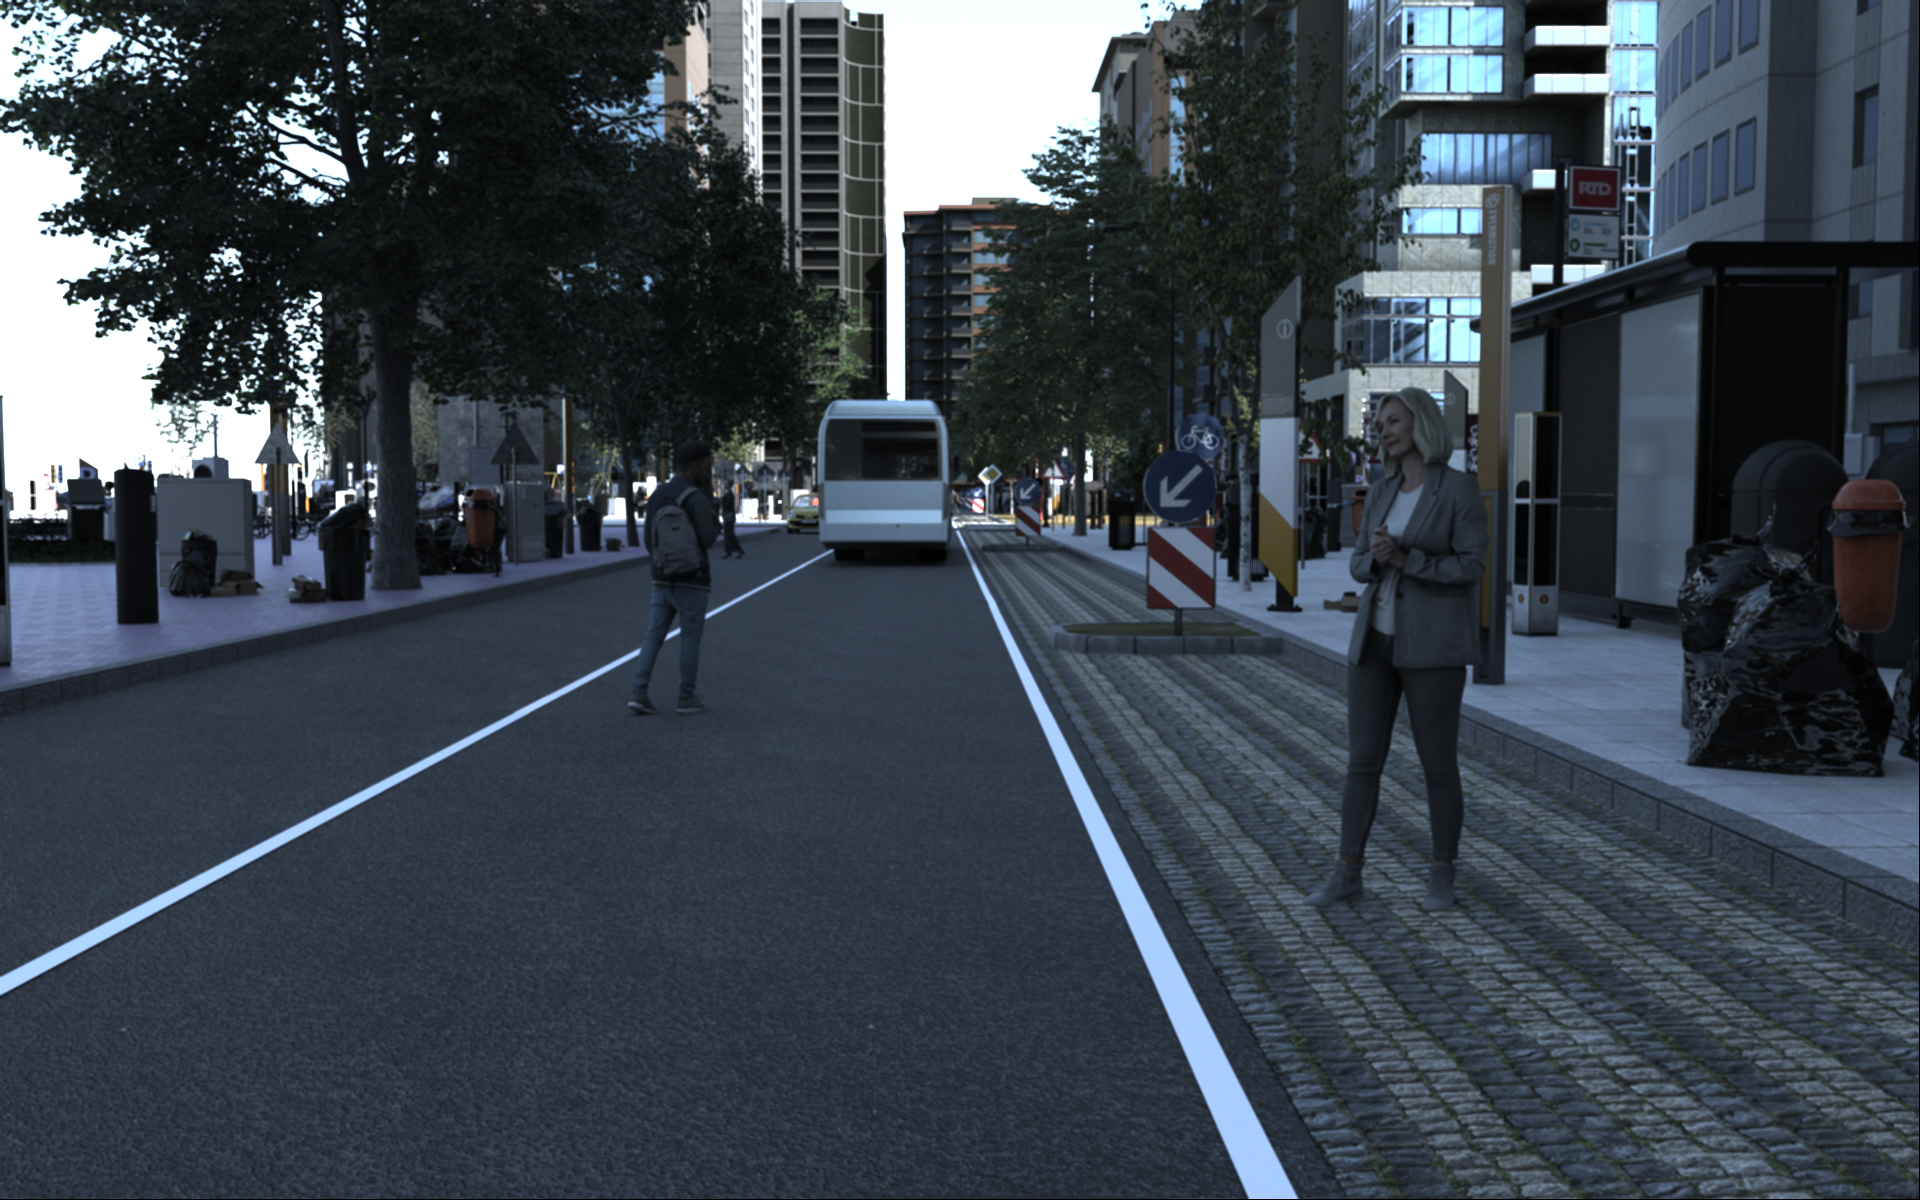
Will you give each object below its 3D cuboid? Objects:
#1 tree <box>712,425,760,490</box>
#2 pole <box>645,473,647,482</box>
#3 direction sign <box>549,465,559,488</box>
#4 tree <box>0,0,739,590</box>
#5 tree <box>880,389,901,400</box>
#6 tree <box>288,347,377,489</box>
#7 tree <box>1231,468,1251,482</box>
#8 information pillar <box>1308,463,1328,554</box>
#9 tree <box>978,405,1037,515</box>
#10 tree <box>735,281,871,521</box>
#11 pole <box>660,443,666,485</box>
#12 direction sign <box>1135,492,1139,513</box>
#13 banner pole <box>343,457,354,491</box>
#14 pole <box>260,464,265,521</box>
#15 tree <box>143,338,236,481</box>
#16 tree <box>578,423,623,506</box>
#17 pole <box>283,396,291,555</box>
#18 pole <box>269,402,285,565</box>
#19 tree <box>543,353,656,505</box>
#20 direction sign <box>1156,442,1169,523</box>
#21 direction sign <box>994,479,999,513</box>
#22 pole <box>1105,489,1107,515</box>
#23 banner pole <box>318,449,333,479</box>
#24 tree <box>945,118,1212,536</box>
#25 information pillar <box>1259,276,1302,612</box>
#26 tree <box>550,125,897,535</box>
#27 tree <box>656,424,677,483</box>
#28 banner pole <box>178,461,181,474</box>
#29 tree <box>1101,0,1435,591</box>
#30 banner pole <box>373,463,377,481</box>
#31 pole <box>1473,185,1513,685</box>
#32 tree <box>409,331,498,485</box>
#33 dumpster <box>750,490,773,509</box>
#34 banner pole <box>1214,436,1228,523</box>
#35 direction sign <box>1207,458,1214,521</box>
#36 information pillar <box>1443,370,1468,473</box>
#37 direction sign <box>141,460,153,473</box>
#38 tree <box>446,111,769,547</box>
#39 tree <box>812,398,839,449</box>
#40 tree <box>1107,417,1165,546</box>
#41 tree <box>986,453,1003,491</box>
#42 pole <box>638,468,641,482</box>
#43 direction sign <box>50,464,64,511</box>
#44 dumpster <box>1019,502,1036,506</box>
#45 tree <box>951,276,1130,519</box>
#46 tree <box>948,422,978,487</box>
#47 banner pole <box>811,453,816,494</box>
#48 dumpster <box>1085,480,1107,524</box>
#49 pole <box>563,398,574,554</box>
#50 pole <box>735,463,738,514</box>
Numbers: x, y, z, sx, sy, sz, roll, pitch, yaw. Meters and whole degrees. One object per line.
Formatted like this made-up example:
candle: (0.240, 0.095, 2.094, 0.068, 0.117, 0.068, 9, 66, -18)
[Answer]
tree: (-19.292, -11.938, 145.541, 4.737, 8.622, 4.395, 0, 3, 0)
pole: (-25.758, -9.072, 142.168, 0.158, 3.312, 0.155, 0, 3, 0)
direction sign: (-31.217, -8.639, 133.251, 0.379, 3.537, 0.876, 2, 4, 35)
tree: (-7.764, -7.120, 23.065, 9.857, 13.997, 8.962, 0, 3, 0)
tree: (-9.987, -18.489, 208.950, 9.857, 13.997, 8.962, 0, 3, 0)
tree: (-31.149, -8.201, 84.453, 4.360, 8.622, 3.978, 0, 3, 0)
tree: (18.304, -7.151, 111.519, 1.663, 3.219, 1.824, 0, 3, 0)
information pillar: (7.620, -1.981, 36.881, 0.304, 2.012, 0.304, -3, 4, -37)
tree: (3.287, -9.583, 107.041, 4.360, 8.622, 3.978, 0, 3, 0)
tree: (-8.307, -9.652, 83.566, 9.928, 11.665, 9.643, 0, 3, 0)
pole: (-11.279, -4.401, 65.794, 0.158, 3.312, 0.155, 0, 3, 0)
direction sign: (12.041, -7.701, 117.905, 0.379, 3.537, 0.876, -2, 4, -34)
banner pole: (-41.019, -7.712, 116.106, 0.863, 3.779, 0.401, -3, 5, -43)
pole: (-32.690, -5.341, 81.173, 0.158, 3.312, 0.155, 0, 3, 0)
tree: (-34.828, -7.808, 78.025, 4.360, 8.622, 3.978, 0, 3, 0)
tree: (-21.789, -9.592, 107.186, 4.737, 8.622, 4.395, 0, 3, 0)
pole: (-14.119, -2.589, 36.166, 0.158, 3.312, 0.155, 0, 3, 0)
pole: (-12.385, -2.293, 31.336, 0.158, 3.312, 0.155, 0, 3, 0)
tree: (-16.897, -7.827, 78.334, 4.360, 8.622, 3.978, 0, 3, 0)
direction sign: (8.895, -5.106, 75.474, 0.876, 3.537, 0.379, -2, 4, -28)
direction sign: (2.399, -7.508, 114.758, 0.379, 3.537, 0.876, -1, 4, -21)
pole: (9.074, -7.009, 108.433, 0.158, 3.312, 0.155, 0, 3, 0)
banner pole: (-32.366, -6.005, 88.201, 0.863, 3.779, 0.401, -2, 4, -26)
tree: (4.120, -8.244, 52.910, 7.486, 12.596, 7.792, 0, 3, 0)
information pillar: (3.497, -1.685, 18.904, 0.183, 3.616, 0.504, -3, 5, -42)
tree: (-8.044, -8.405, 54.428, 9.611, 12.733, 9.660, 0, 3, 0)
tree: (-25.915, -12.028, 147.018, 4.360, 8.622, 3.978, 0, 3, 0)
banner pole: (-58.874, -8.609, 130.771, 0.401, 3.779, 0.863, -1, 4, -15)
tree: (3.779, -4.406, 22.398, 4.737, 8.622, 4.395, 0, 3, 0)
banner pole: (-41.532, -8.171, 123.616, 0.863, 3.779, 0.401, 1, 4, 10)
pole: (3.579, -1.088, 11.625, 0.158, 3.312, 0.155, 0, 3, 0)
tree: (-22.173, -7.804, 77.951, 4.360, 8.622, 3.978, 0, 3, 0)
dumpster: (-12.725, -6.594, 110.301, 1.502, 2.255, 1.985, 0, 4, -1)
banner pole: (9.771, -4.597, 65.180, 0.863, 3.779, 0.401, -2, 4, -32)
direction sign: (11.676, -5.551, 82.761, 0.876, 3.537, 0.379, 0, 4, -1)
information pillar: (9.277, -2.518, 32.521, 0.183, 3.616, 0.504, -3, 5, -42)
direction sign: (-53.819, -7.498, 114.595, 0.379, 3.537, 0.876, 3, 4, 39)
tree: (-8.238, -6.599, 42.300, 7.601, 10.594, 8.767, 3, 5, 40)
tree: (-9.233, -10.924, 128.977, 4.360, 8.622, 3.978, 0, 3, 0)
tree: (4.616, -2.990, 43.495, 1.663, 3.219, 1.824, 0, 3, 0)
tree: (2.929, -11.633, 140.557, 4.737, 8.622, 4.395, 0, 3, 0)
pole: (-25.483, -8.798, 137.691, 0.158, 3.312, 0.155, 0, 3, 0)
direction sign: (-68.334, -8.508, 131.106, 0.876, 3.537, 0.379, -1, 4, -13)
dumpster: (4.144, -6.182, 103.571, 1.502, 2.255, 1.985, 0, 4, -1)
tree: (4.147, -10.539, 89.319, 9.611, 12.733, 9.660, 0, 3, 0)
tree: (1.941, -17.478, 211.521, 9.928, 11.665, 9.643, 0, 3, 0)
banner pole: (-8.163, -6.502, 96.329, 0.401, 3.779, 0.863, 1, 4, 14)
dumpster: (5.661, -4.196, 74.355, 1.264, 1.857, 1.865, 0, 4, -1)
pole: (-8.383, -2.644, 37.070, 0.158, 3.312, 0.155, 0, 3, 0)
pole: (-14.536, -7.265, 112.618, 0.158, 3.312, 0.155, 0, 3, 0)
